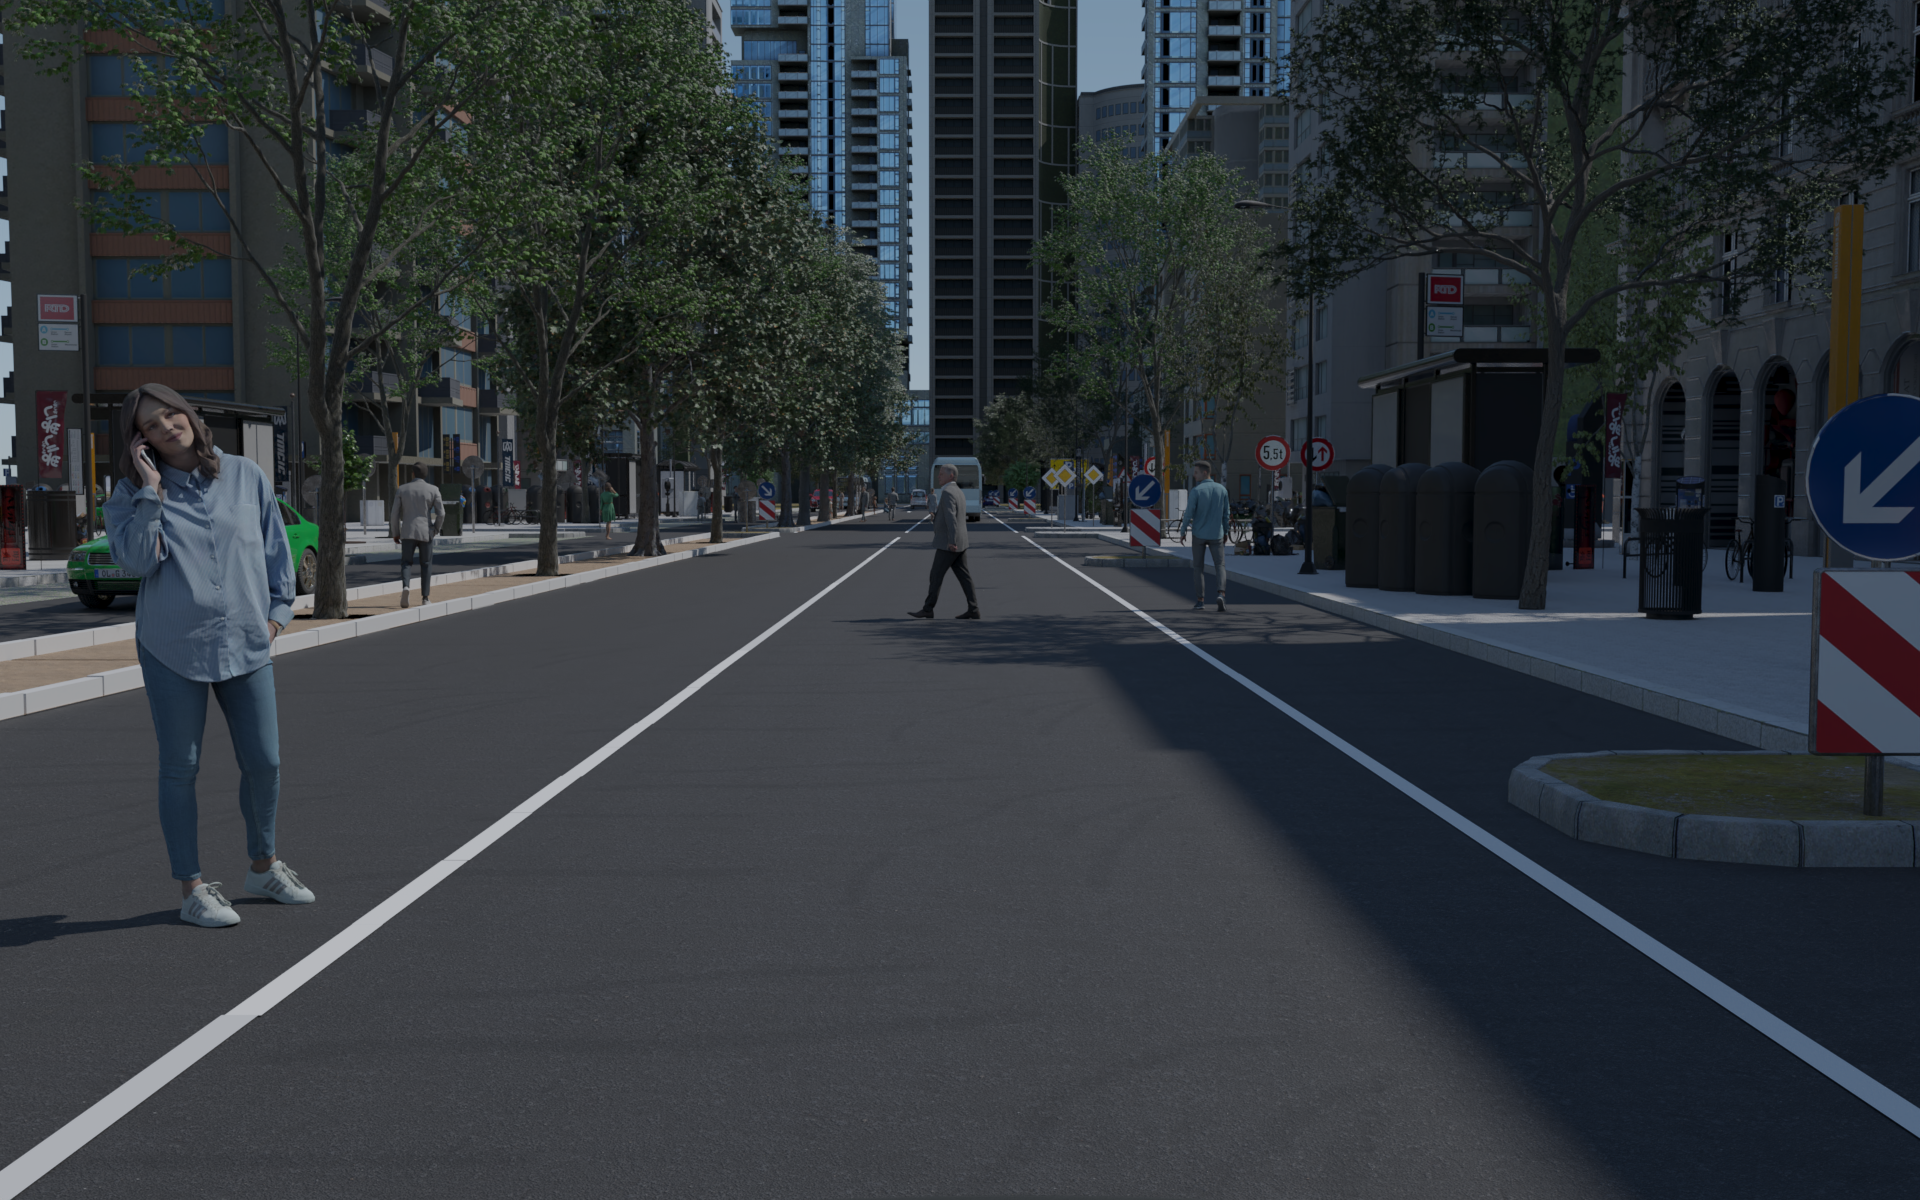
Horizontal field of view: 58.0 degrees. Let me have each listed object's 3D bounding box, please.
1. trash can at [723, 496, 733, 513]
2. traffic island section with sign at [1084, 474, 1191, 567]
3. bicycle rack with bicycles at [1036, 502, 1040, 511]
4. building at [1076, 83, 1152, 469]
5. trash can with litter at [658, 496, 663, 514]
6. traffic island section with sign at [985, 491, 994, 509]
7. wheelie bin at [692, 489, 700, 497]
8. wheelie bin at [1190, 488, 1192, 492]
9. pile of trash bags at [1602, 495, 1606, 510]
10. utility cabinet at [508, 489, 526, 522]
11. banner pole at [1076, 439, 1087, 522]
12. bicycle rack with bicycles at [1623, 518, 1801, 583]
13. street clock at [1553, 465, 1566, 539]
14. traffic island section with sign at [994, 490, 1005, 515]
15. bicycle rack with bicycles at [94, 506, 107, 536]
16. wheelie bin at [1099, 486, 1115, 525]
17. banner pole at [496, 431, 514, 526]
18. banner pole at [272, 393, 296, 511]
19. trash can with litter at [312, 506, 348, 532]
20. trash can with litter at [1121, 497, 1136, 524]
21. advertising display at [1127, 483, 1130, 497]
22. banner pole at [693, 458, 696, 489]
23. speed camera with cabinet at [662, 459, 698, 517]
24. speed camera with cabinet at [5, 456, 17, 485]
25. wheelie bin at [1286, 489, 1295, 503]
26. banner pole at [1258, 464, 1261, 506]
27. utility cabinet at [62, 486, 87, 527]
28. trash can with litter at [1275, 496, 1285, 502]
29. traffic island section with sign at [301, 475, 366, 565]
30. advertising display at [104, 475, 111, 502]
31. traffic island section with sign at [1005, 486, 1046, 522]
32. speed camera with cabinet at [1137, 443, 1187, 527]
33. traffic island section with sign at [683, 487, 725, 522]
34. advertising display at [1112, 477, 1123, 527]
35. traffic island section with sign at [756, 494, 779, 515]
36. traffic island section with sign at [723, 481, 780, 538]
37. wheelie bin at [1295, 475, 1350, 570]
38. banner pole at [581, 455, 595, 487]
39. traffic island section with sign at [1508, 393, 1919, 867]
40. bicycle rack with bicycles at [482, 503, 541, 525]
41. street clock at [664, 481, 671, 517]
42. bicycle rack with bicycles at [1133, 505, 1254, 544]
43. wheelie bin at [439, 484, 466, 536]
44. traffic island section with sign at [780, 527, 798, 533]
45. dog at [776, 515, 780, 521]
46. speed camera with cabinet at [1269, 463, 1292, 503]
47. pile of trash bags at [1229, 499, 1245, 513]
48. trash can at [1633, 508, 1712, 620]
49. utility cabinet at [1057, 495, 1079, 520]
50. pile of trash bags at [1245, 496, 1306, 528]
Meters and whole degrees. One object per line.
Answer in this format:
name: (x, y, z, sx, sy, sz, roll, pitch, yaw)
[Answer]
trash can: (-16.037, -6.618, 119.864, 0.748, 1.137, 0.748, 0, 3, 0)
traffic island section with sign: (3.531, -1.605, 34.865, 1.989, 1.847, 2.006, 0, 3, 0)
bicycle rack with bicycles: (7.073, -7.382, 134.073, 2.925, 0.926, 2.852, 2, 4, 25)
building: (30.476, -42.999, 245.030, 28.212, 58.520, 21.231, 0, 3, 0)
trash can with litter: (-19.360, -6.034, 109.709, 2.233, 1.210, 1.678, -1, 4, -8)
traffic island section with sign: (3.421, -9.742, 167.915, 1.989, 1.847, 2.006, 0, 3, 0)
wheelie bin: (-16.669, -6.244, 109.993, 0.980, 1.594, 0.693, -1, 4, -11)
wheelie bin: (11.747, -4.746, 85.497, 0.980, 1.594, 0.693, 1, 4, 20)
pile of trash bags: (16.305, -2.341, 48.031, 3.447, 1.369, 1.912, -1, 4, -15)
utility cabinet: (-20.447, -4.318, 79.276, 1.173, 1.500, 0.318, -1, 4, -11)
banner pole: (5.533, -5.477, 79.564, 0.401, 3.779, 0.863, -2, 4, -28)
bicycle rack with bicycles: (11.559, -0.789, 26.284, 2.925, 0.926, 2.852, -3, 5, -42)
street clock: (15.148, -2.381, 43.503, 0.471, 2.002, 0.358, 2, 4, 30)
traffic island section with sign: (3.457, -6.634, 117.095, 1.989, 1.847, 2.006, 0, 3, 0)
bicycle rack with bicycles: (-24.834, -2.402, 52.648, 2.852, 0.926, 2.925, -2, 4, -35)
wheelie bin: (6.187, -3.901, 71.684, 0.980, 1.594, 0.693, -1, 4, -17)
banner pole: (-18.125, -4.823, 68.871, 0.863, 3.779, 0.401, -3, 4, -37)
banner pole: (-16.787, -3.251, 43.167, 0.863, 3.779, 0.401, 1, 4, 21)
trash can with litter: (-21.085, -2.851, 58.001, 0.624, 1.170, 1.055, 2, 4, 27)
trash can with litter: (7.062, -3.872, 74.693, 1.055, 1.170, 0.624, -3, 5, -43)
advertising display: (8.680, -5.298, 91.841, 0.974, 1.923, 0.123, 3, 4, 38)
banner pole: (-18.303, -7.904, 119.253, 0.401, 3.779, 0.863, 0, 4, 6)
speed camera with cabinet: (-15.996, -6.398, 98.951, 2.038, 3.252, 0.660, -3, 4, -37)
speed camera with cabinet: (-48.997, -5.801, 89.178, 0.660, 3.252, 2.038, 0, 4, -7)
wheelie bin: (18.877, -5.534, 98.391, 0.693, 1.594, 0.980, 1, 4, 11)
banner pole: (16.904, -6.592, 97.802, 0.401, 3.779, 0.863, 0, 4, -3)
utility cabinet: (-23.191, -2.245, 45.390, 0.318, 1.500, 1.173, -3, 5, -40)
trash can with litter: (17.356, -4.970, 92.639, 1.055, 1.170, 0.624, 3, 5, 40)
traffic island section with sign: (-13.294, -1.636, 35.382, 1.989, 1.847, 2.006, 0, 3, 0)
advertising display: (-28.189, -3.239, 58.169, 0.974, 1.923, 0.123, -3, 4, -38)
traffic island section with sign: (3.486, -4.985, 90.140, 1.989, 1.847, 2.006, 0, 3, 0)
speed camera with cabinet: (7.851, -4.458, 67.217, 2.038, 3.252, 0.660, 3, 5, 44)
traffic island section with sign: (-13.353, -5.016, 90.639, 1.989, 1.847, 2.006, 0, 3, 0)
advertising display: (6.153, -3.813, 67.558, 0.123, 1.923, 0.974, -1, 4, -13)
traffic island section with sign: (-13.360, -6.665, 117.595, 1.989, 1.847, 2.006, 0, 3, 0)
traffic island section with sign: (-7.193, -3.037, 57.786, 2.006, 1.907, 1.989, 0, 3, 0)
wheelie bin: (6.338, -1.316, 29.428, 0.980, 1.594, 0.693, -2, 4, -35)
banner pole: (-17.964, -5.713, 83.423, 0.863, 3.779, 0.401, -1, 4, -22)
traffic island section with sign: (3.548, 0.063, 7.594, 1.989, 1.847, 2.006, 0, 3, 0)
bicycle rack with bicycles: (-18.367, -3.614, 72.470, 2.925, 0.926, 2.852, -1, 4, -10)
street clock: (-16.495, -5.698, 97.729, 0.358, 2.002, 0.471, -2, 4, -29)
bicycle rack with bicycles: (6.618, -1.947, 45.209, 2.925, 0.926, 2.852, -3, 4, -37)
wheelie bin: (-15.554, -2.751, 52.885, 0.980, 1.594, 0.693, 0, 4, -4)
traffic island section with sign: (-7.189, -3.490, 65.193, 2.006, 1.907, 1.989, 0, 3, 0)
dog: (-8.975, -4.141, 86.996, 0.540, 0.507, 0.406, -3, 4, -36)
speed camera with cabinet: (17.579, -6.159, 95.043, 0.660, 3.252, 2.038, -1, 4, -11)
pile of trash bags: (12.275, -4.307, 80.170, 1.912, 1.369, 3.447, -3, 4, -36)
trash can: (7.312, -0.377, 17.814, 0.748, 1.137, 0.748, 0, 3, 0)
utility cabinet: (5.340, -4.567, 85.835, 1.020, 1.237, 0.306, -1, 4, -15)
pile of trash bags: (12.988, -3.466, 66.415, 3.447, 1.369, 1.912, 0, 4, -7)
